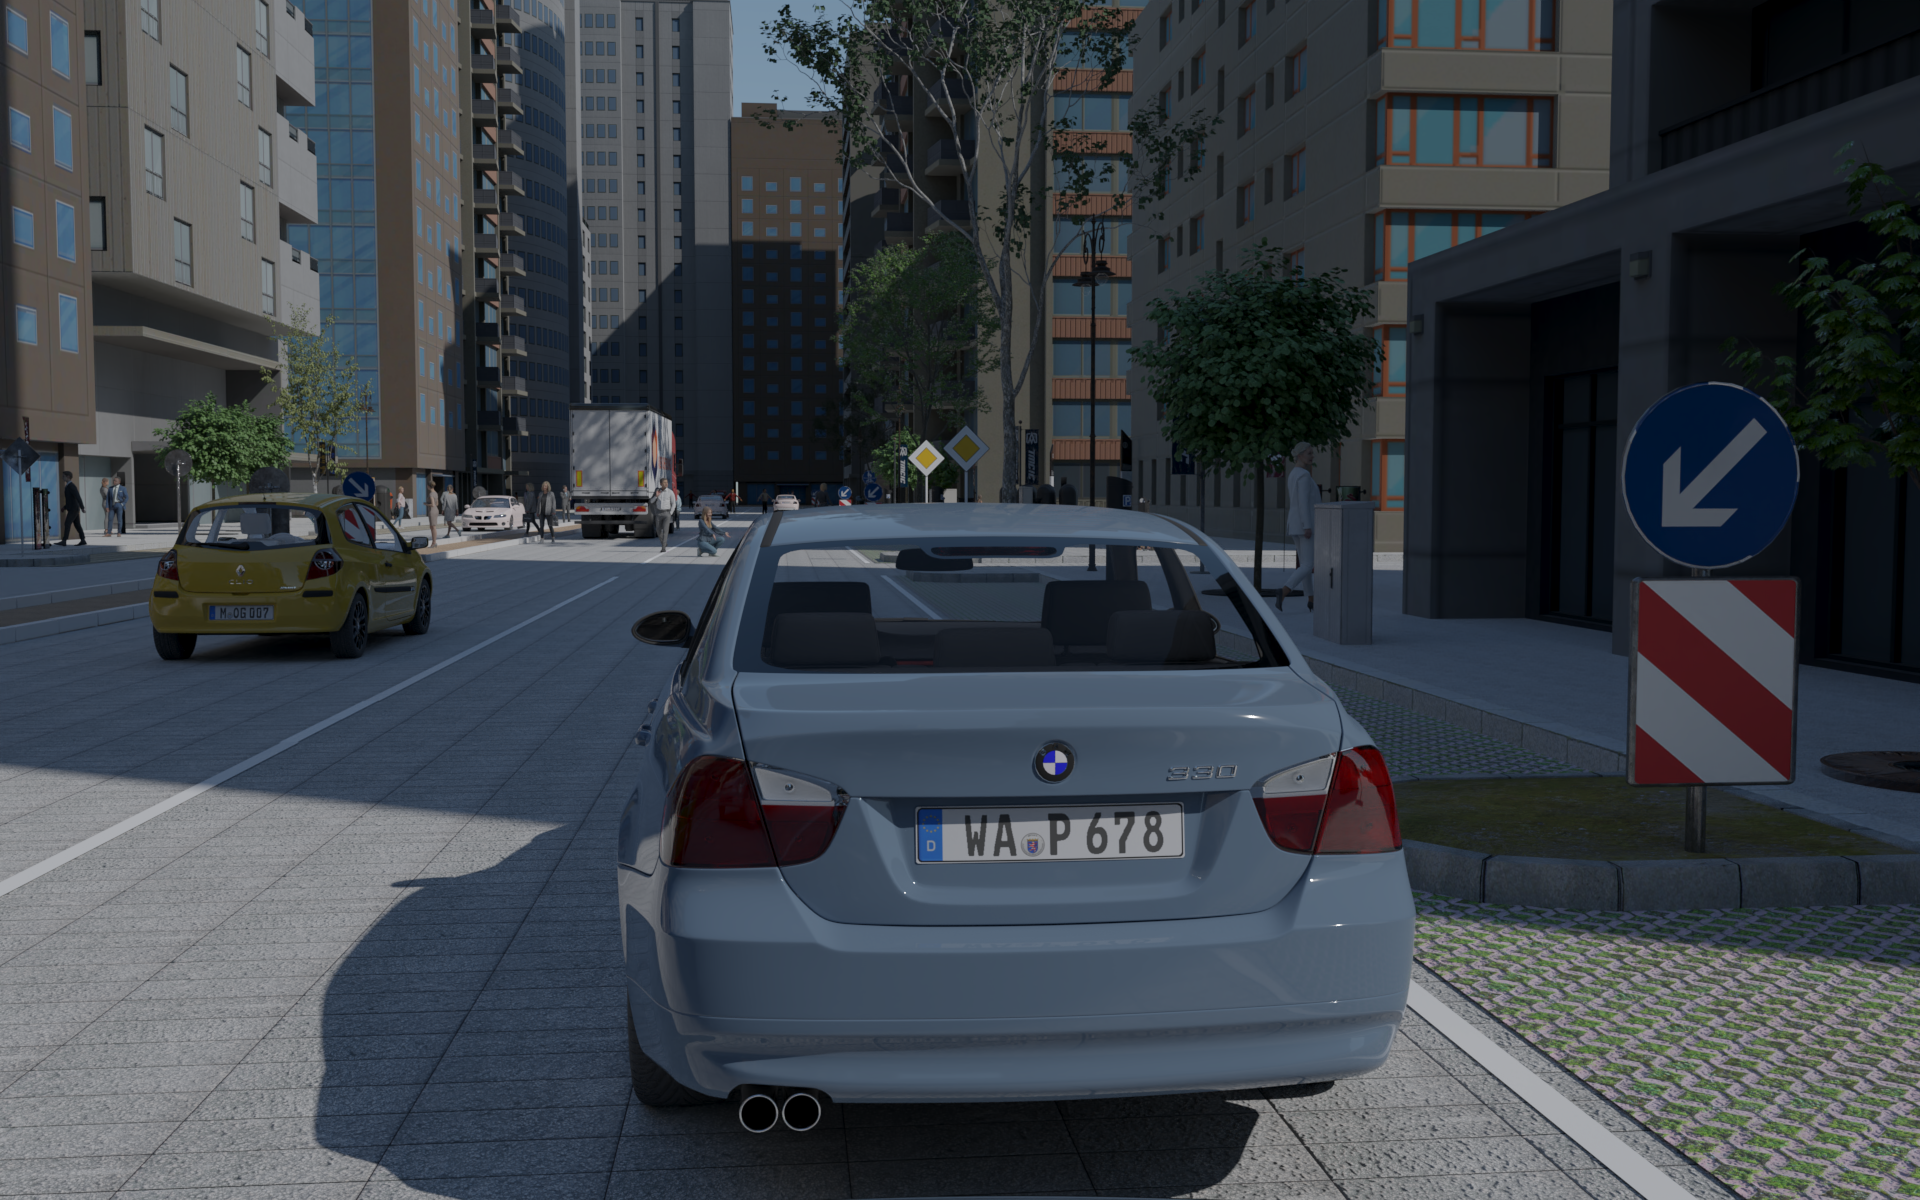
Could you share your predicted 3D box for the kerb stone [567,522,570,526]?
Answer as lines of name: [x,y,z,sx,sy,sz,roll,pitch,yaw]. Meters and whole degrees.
kerb stone: [-17.529,-3.335,76.739,0.120,0.150,1.000,0,4,-6]

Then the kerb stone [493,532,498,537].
kerb stone: [-15.519,-2.151,57.356,0.120,0.150,1.000,0,4,-6]

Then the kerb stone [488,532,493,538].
kerb stone: [-15.412,-2.082,56.331,0.120,0.150,1.000,0,4,-6]

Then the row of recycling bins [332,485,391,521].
row of recycling bins: [-27.423,-4.412,79.246,1.069,1.692,3.534,1,4,19]

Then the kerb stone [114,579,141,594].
kerb stone: [-12.174,-0.180,25.135,0.120,0.150,1.000,0,4,-6]

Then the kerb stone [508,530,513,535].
kerb stone: [-15.838,-2.337,60.419,0.120,0.150,1.000,0,4,-6]

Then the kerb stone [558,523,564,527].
kerb stone: [-17.328,-3.206,74.700,0.120,0.150,1.000,0,4,-6]

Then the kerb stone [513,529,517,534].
kerb stone: [-15.941,-2.393,61.445,0.120,0.150,1.000,0,4,-6]

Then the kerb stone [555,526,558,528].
kerb stone: [-17.112,-3.087,72.663,0.120,0.150,1.000,0,4,-6]

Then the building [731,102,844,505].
building: [-19.178,-33.757,202.041,14.200,45.320,14.600,0,4,-6]

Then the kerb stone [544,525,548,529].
kerb stone: [-16.787,-2.895,69.601,0.120,0.150,1.000,0,4,-6]

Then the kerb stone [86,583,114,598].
kerb stone: [-12.077,-0.118,24.118,0.120,0.150,1.000,0,4,-6]

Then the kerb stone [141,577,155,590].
kerb stone: [-12.280,-0.242,26.157,0.120,0.150,1.000,0,4,-6]

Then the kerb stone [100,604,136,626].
kerb stone: [-9.458,0.178,19.286,0.120,0.150,1.000,0,4,-6]

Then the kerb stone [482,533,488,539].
kerb stone: [-15.314,-2.025,55.304,0.120,0.150,1.000,0,4,-6]

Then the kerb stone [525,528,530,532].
kerb stone: [-16.257,-2.588,64.504,0.120,0.150,1.000,0,4,-6]

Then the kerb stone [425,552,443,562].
kerb stone: [-11.307,-0.914,37.133,0.120,0.150,1.000,0,4,-6]

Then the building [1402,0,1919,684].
building: [15.950,-34.799,7.218,20.563,71.187,20.611,0,4,-6]

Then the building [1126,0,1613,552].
building: [22.047,-12.693,52.568,28.899,21.520,27.650,0,4,-6]

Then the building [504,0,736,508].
building: [-40.667,-40.445,203.269,28.212,58.520,21.231,0,4,-6]

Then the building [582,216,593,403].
building: [-44.906,-24.754,176.435,14.107,30.474,14.160,0,4,-6]

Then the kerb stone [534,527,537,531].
kerb stone: [-16.480,-2.710,66.545,0.120,0.150,1.000,0,4,-6]

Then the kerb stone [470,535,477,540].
kerb stone: [-15.093,-1.900,53.255,0.120,0.150,1.000,0,4,-6]

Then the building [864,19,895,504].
building: [3.379,-42.380,131.157,20.563,71.187,20.611,0,4,-6]

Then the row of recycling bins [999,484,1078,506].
row of recycling bins: [3.195,-3.900,70.886,3.534,1.692,1.069,2,4,28]

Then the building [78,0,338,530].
building: [-42.192,-29.285,68.049,28.713,52.752,27.495,0,4,-6]

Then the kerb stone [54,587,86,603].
kerb stone: [-11.962,-0.055,23.099,0.120,0.150,1.000,0,4,-6]

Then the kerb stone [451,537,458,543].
kerb stone: [-14.773,-1.710,50.186,0.120,0.150,1.000,0,4,-6]

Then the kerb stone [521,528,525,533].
kerb stone: [-16.161,-2.523,63.486,0.120,0.150,1.000,0,4,-6]

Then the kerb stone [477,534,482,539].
kerb stone: [-15.201,-1.956,54.288,0.120,0.150,1.000,0,4,-6]

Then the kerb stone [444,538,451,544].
kerb stone: [-14.673,-1.649,49.152,0.120,0.150,1.000,0,4,-6]

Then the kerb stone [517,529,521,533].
kerb stone: [-16.055,-2.463,62.467,0.120,0.150,1.000,0,4,-6]

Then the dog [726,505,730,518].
dog: [-14.035,-5.374,104.704,0.800,0.831,0.513,-3,5,-42]

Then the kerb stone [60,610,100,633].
kerb stone: [-9.356,0.240,18.269,0.120,0.150,1.000,0,4,-6]

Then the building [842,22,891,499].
building: [-0.915,-33.820,176.659,21.300,48.544,21.600,0,4,-6]

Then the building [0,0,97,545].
building: [-30.799,-23.877,40.506,14.600,45.320,14.200,0,4,-6]

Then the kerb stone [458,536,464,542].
kerb stone: [-14.879,-1.774,51.208,0.120,0.150,1.000,0,4,-6]

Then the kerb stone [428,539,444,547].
kerb stone: [-14.566,-1.587,48.135,0.120,0.150,1.000,0,4,-6]

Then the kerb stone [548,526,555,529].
kerb stone: [-17.003,-3.024,71.644,0.120,0.150,1.000,0,4,-6]

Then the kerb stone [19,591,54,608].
kerb stone: [-11.858,0.011,22.075,0.120,0.150,1.000,0,4,-6]

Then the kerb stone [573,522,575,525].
kerb stone: [-17.748,-3.461,78.780,0.120,0.150,1.000,0,4,-6]

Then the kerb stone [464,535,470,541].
kerb stone: [-14.995,-1.837,52.232,0.120,0.150,1.000,0,4,-6]

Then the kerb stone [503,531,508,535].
kerb stone: [-15.734,-2.270,59.399,0.120,0.150,1.000,0,4,-6]

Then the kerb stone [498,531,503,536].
kerb stone: [-15.626,-2.213,58.383,0.120,0.150,1.000,0,4,-6]

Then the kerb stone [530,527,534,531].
kerb stone: [-16.361,-2.650,65.523,0.120,0.150,1.000,0,4,-6]

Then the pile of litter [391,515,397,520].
pile of litter: [-28.687,-4.424,86.299,1.719,0.858,1.176,2,4,33]

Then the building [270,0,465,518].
building: [-36.626,-27.382,97.799,14.600,45.320,14.200,0,4,-6]

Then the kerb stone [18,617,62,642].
kerb stone: [-9.243,0.306,17.246,0.120,0.150,1.000,0,4,-6]

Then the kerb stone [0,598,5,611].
kerb stone: [-11.756,0.072,21.057,0.120,0.150,1.000,0,4,-6]

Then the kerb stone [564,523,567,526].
kerb stone: [-17.427,-3.274,75.722,0.120,0.150,1.000,0,4,-6]

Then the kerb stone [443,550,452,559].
kerb stone: [-11.412,-0.976,38.149,0.120,0.150,1.000,0,4,-6]

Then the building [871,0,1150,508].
building: [6.321,-27.137,98.314,22.147,44.769,28.867,0,4,-6]

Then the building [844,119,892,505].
building: [5.916,-28.310,154.744,32.217,40.220,23.993,0,4,-6]

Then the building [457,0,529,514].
building: [-43.067,-28.596,122.176,22.147,44.769,28.867,0,4,-6]

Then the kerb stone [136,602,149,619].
kerb stone: [-9.563,0.115,20.309,0.120,0.150,1.000,0,4,-6]

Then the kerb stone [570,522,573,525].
kerb stone: [-17.632,-3.399,77.764,0.120,0.150,1.000,0,4,-6]

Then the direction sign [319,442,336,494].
direction sign: [-27.403,-5.082,75.085,0.876,3.537,0.379,2,4,23]
